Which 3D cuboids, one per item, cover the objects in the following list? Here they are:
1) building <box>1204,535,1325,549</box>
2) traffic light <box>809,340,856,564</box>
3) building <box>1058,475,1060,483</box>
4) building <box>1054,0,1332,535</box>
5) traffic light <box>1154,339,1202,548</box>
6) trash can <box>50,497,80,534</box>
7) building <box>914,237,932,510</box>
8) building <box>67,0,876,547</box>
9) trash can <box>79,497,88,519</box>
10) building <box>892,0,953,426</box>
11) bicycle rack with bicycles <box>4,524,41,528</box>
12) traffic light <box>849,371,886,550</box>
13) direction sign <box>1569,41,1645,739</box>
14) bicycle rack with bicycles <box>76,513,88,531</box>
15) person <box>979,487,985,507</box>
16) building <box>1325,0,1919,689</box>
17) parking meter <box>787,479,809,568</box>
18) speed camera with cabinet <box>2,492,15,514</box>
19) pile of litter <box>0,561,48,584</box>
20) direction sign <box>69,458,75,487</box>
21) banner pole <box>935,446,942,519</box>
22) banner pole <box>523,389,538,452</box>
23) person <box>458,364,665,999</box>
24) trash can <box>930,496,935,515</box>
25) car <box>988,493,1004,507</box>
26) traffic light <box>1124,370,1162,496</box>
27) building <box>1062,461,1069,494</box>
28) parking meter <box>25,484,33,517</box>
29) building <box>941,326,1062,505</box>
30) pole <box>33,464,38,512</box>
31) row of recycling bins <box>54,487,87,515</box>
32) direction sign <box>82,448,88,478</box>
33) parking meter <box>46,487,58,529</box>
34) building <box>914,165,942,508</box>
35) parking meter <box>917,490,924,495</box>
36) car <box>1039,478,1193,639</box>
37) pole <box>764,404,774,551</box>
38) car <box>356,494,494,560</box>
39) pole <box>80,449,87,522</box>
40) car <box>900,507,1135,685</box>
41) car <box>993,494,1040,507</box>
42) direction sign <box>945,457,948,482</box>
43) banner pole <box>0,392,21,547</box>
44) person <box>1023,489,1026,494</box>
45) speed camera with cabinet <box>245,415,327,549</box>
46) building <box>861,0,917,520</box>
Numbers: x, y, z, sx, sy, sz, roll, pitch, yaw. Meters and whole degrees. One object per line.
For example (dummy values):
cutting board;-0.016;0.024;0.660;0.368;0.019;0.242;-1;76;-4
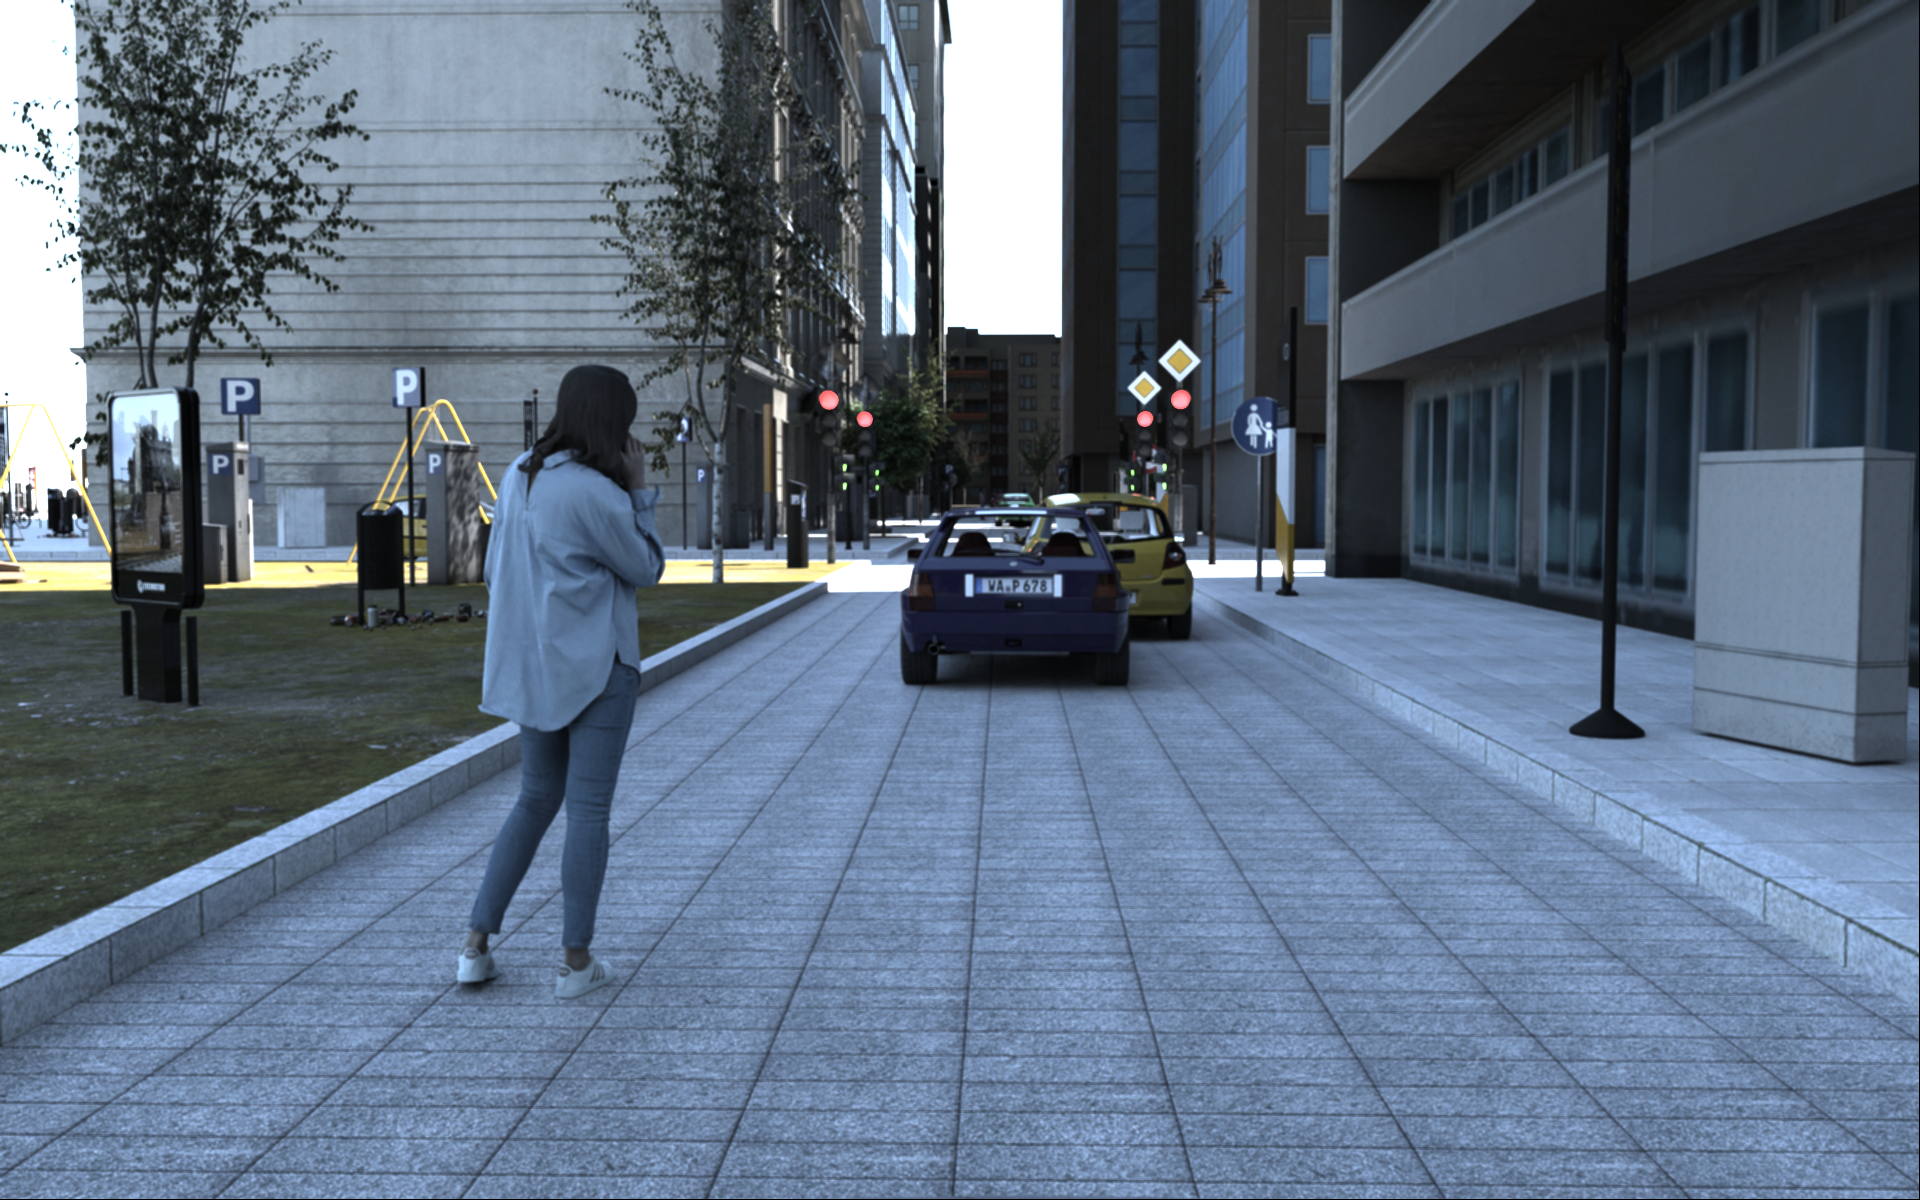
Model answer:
building;14.092;-24.183;45.506;14.200;45.320;14.600;0;4;2
traffic light;-2.345;-2.617;31.701;0.839;4.253;0.868;0;4;2
building;20.716;-45.172;176.817;20.563;71.187;20.611;0;4;2
building;10.984;-25.396;65.329;14.600;45.320;14.200;0;4;2
traffic light;3.965;-2.607;31.550;0.839;4.253;0.868;0;4;2
trash can;-28.928;-2.702;55.828;0.748;1.137;0.748;0;3;0
building;-16.530;-17.439;130.170;27.650;21.520;28.899;0;4;2
building;-13.007;-17.523;62.917;17.030;29.872;44.131;0;4;2
trash can;-46.179;-4.860;91.115;0.748;1.137;0.748;0;3;0
building;-14.894;-35.776;174.180;27.495;52.752;28.713;0;4;2
bicycle rack with bicycles;-35.923;-3.157;65.007;2.925;0.926;2.852;1;4;20
traffic light;-2.133;-3.105;39.684;0.839;4.253;0.868;0;4;2
direction sign;3.455;-1.049;9.145;0.379;3.537;0.876;2;4;25
bicycle rack with bicycles;-29.144;-2.868;60.277;2.925;0.926;2.852;-2;4;-27
person;1.229;-5.321;95.510;0.388;1.821;0.555;0;4;6
building;16.110;-23.935;15.040;21.300;48.544;21.600;0;4;2
parking meter;-2.814;-1.322;30.024;0.372;1.533;0.369;0;3;0
speed camera with cabinet;-62.174;-7.214;112.286;2.038;3.252;0.660;-2;4;-29
pile of litter;-13.927;-0.658;24.718;1.719;0.858;1.176;-2;4;-35
direction sign;-56.539;-7.239;110.356;0.379;3.537;0.876;-1;4;-9
banner pole;-1.181;-6.107;89.858;0.401;3.779;0.863;-1;4;-15
banner pole;-10.140;-3.121;41.047;0.401;3.779;0.863;1;4;11
person;-1.161;0.232;4.967;0.793;1.790;0.793;0;4;5
trash can;-1.954;-5.869;107.609;0.748;1.137;0.748;0;3;0
car;3.442;-8.428;146.836;2.155;1.783;4.494;0;3;0
traffic light;4.177;-3.096;39.533;0.839;4.253;0.868;0;4;2
building;17.530;-47.975;97.059;22.319;86.520;31.000;0;4;2
parking meter;-52.402;-5.611;97.456;0.399;1.863;0.255;3;4;37
building;0.491;-22.552;213.758;28.899;21.520;27.650;0;4;2
pole;-62.330;-7.520;116.794;0.158;3.312;0.155;0;3;0
row of recycling bins;-54.409;-6.124;107.247;3.534;1.692;1.069;-1;4;-19
direction sign;-42.604;-5.693;85.075;0.876;3.537;0.379;-1;4;-14
parking meter;-33.301;-3.374;63.572;0.372;1.533;0.369;0;3;0
building;-8.885;-23.260;152.004;14.160;30.474;14.107;0;4;2
parking meter;-2.194;-5.360;96.042;0.372;1.533;0.369;0;3;0
car;1.463;-0.508;18.535;2.015;1.641;3.980;0;4;1
pole;-4.343;-2.779;39.279;0.158;3.312;0.155;0;3;0
car;-10.365;-1.565;35.814;3.980;1.641;2.015;0;4;3
pole;-39.584;-5.162;78.234;0.158;3.312;0.155;0;3;0
car;0.492;-0.108;14.348;1.945;1.354;3.894;0;4;3
car;2.515;-4.006;77.303;2.131;1.459;4.920;0;4;3
direction sign;-0.834;-6.934;105.372;0.379;3.537;0.876;-1;4;-9
banner pole;-23.440;-3.213;42.545;0.863;3.779;0.401;3;5;44
person;4.968;-7.723;134.710;0.705;1.831;1.348;0;4;-7
speed camera with cabinet;-15.944;-2.822;40.477;2.038;3.252;0.660;-3;4;-37
building;-8.784;-19.708;99.721;11.434;29.767;29.804;0;4;2
